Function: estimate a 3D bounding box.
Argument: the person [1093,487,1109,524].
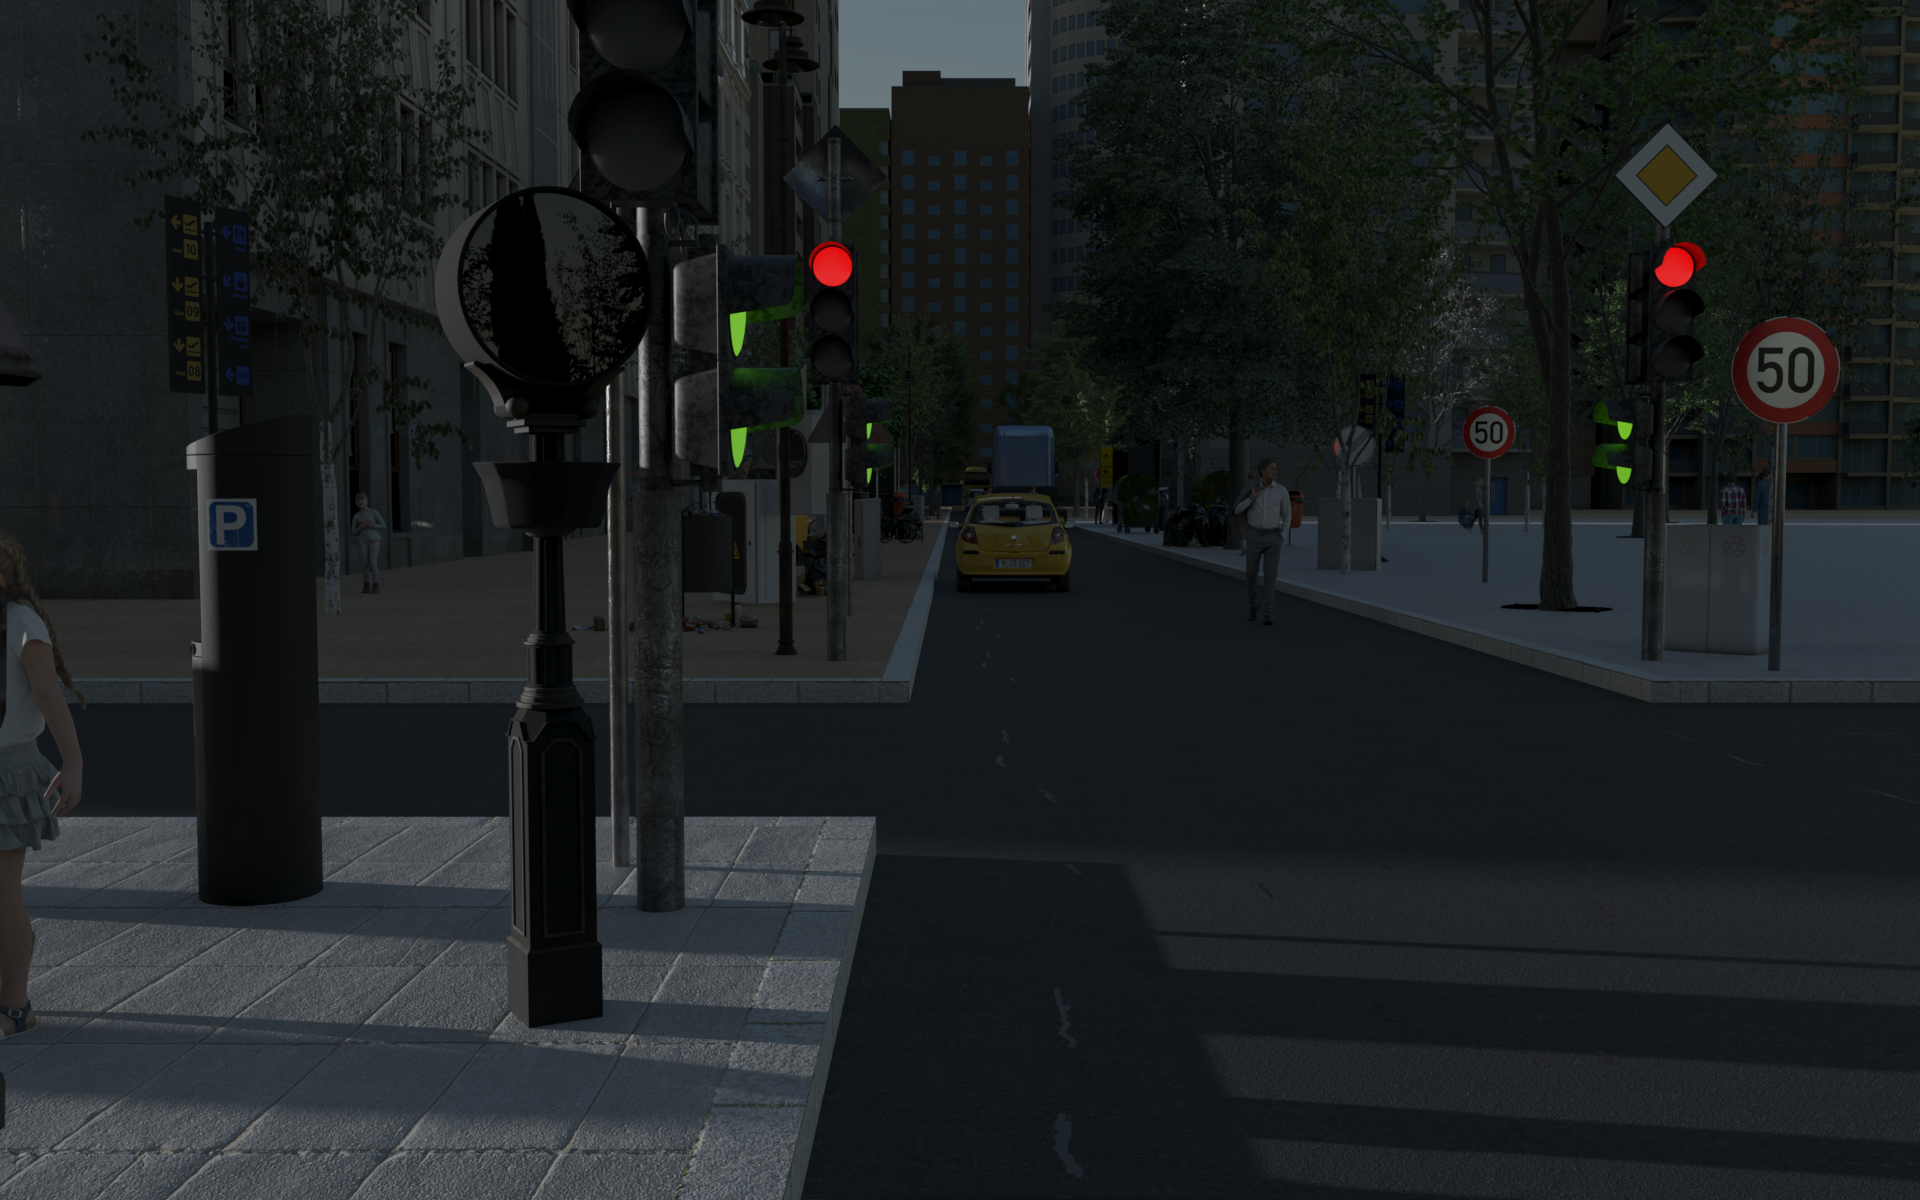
[{"bbox_3d":[6.006,-4.175,73.662,0.648,1.900,0.474,-1,4,-19],"label":"person"}]

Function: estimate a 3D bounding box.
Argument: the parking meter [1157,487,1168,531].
[{"bbox_3d":[7.049,-3.167,60.197,0.372,1.533,0.369,0,3,0],"label":"parking meter"}]

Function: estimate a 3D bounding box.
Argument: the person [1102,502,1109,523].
[{"bbox_3d":[6.526,-4.132,77.886,0.394,1.301,0.425,2,4,34],"label":"person"}]

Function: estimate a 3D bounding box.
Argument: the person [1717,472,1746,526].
[{"bbox_3d":[15.245,-1.668,34.152,0.563,1.720,0.643,-1,4,-8],"label":"person"}]

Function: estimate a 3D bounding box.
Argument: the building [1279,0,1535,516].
[{"bbox_3d":[25.041,-34.938,113.230,21.231,58.520,28.212,0,4,0],"label":"building"}]

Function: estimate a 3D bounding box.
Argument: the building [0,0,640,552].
[{"bbox_3d":[-16.665,-14.194,50.096,12.078,24.808,19.932,0,4,0],"label":"building"}]

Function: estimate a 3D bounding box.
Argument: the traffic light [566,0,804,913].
[{"bbox_3d":[-0.910,-0.999,5.256,0.839,4.253,0.868,0,4,0],"label":"traffic light"}]

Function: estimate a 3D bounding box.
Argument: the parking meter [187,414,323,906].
[{"bbox_3d":[-2.247,0.177,5.525,0.372,1.533,0.369,0,3,0],"label":"parking meter"}]

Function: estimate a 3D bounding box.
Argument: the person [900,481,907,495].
[{"bbox_3d":[-2.301,-4.059,72.265,0.638,1.841,0.748,0,4,7],"label":"person"}]

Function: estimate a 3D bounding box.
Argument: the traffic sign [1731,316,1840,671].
[{"bbox_3d":[5.920,-0.759,12.517,0.768,2.556,0.104,0,4,2],"label":"traffic sign"}]

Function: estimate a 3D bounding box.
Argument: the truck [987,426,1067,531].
[{"bbox_3d":[2.348,-4.457,62.623,2.967,4.110,18.799,0,4,2],"label":"truck"}]

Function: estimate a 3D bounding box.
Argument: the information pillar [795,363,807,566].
[{"bbox_3d":[-2.912,-2.418,30.881,0.183,3.616,0.504,3,5,39],"label":"information pillar"}]

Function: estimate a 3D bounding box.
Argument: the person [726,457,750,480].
[{"bbox_3d":[-3.342,-1.240,26.233,0.656,1.842,0.836,1,4,14],"label":"person"}]

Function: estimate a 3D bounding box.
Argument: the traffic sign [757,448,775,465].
[{"bbox_3d":[-3.163,-1.838,30.152,0.768,2.556,0.104,0,4,3],"label":"traffic sign"}]

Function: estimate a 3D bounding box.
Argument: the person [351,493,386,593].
[{"bbox_3d":[-7.657,-0.740,22.428,0.425,1.301,0.394,-1,4,-20],"label":"person"}]

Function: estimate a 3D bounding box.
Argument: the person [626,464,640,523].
[{"bbox_3d":[-5.253,-1.376,28.745,0.606,1.804,0.583,0,4,-3],"label":"person"}]

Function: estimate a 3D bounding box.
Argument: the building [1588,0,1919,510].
[{"bbox_3d":[67.379,-30.069,146.253,28.867,44.769,22.147,0,4,0],"label":"building"}]

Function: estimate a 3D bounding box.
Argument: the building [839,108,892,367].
[{"bbox_3d":[-14.180,-30.782,186.882,14.086,41.232,14.154,0,4,0],"label":"building"}]

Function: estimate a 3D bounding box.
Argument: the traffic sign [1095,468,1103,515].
[{"bbox_3d":[6.631,-4.889,80.047,0.768,2.556,0.104,0,4,5],"label":"traffic sign"}]

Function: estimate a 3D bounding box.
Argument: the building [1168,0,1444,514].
[{"bbox_3d":[24.668,-36.673,141.608,21.231,58.520,28.212,0,4,0],"label":"building"}]

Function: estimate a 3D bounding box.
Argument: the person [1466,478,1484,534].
[{"bbox_3d":[16.672,-3.026,55.706,0.728,1.800,0.709,2,4,27],"label":"person"}]

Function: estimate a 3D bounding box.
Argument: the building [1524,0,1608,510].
[{"bbox_3d":[45.276,-30.485,148.536,14.200,45.320,14.600,0,4,0],"label":"building"}]

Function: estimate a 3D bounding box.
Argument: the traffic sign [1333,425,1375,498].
[{"bbox_3d":[7.294,-1.960,32.147,0.768,2.556,0.104,0,4,8],"label":"traffic sign"}]

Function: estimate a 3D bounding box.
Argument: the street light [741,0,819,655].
[{"bbox_3d":[-1.391,-2.501,13.683,0.468,5.910,1.993,0,4,0],"label":"street light"}]

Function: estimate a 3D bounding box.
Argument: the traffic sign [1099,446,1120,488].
[{"bbox_3d":[7.003,-4.834,72.903,2.265,3.308,0.079,1,4,9],"label":"traffic sign"}]

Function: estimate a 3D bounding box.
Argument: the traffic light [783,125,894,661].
[{"bbox_3d":[-0.933,-1.487,13.241,0.839,4.253,0.868,0,4,0],"label":"traffic light"}]

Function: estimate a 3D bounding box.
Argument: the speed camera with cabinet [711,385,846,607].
[{"bbox_3d":[-2.071,-1.551,19.695,0.660,3.252,2.038,-3,5,-40],"label":"speed camera with cabinet"}]

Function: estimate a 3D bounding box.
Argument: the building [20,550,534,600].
[{"bbox_3d":[-15.349,-12.977,30.204,12.078,24.808,19.932,0,4,0],"label":"building"}]

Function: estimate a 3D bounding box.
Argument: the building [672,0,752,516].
[{"bbox_3d":[-16.006,-17.374,69.965,13.634,28.700,20.117,0,4,0],"label":"building"}]

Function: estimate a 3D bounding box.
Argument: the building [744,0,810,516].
[{"bbox_3d":[-25.085,-24.956,99.905,32.217,40.220,23.993,0,4,0],"label":"building"}]

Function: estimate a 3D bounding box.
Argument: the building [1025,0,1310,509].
[{"bbox_3d":[21.553,-39.619,189.770,28.212,58.520,21.231,0,4,0],"label":"building"}]

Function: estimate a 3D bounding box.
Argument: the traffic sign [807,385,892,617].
[{"bbox_3d":[-1.156,-1.106,18.081,0.884,2.594,0.081,0,4,3],"label":"traffic sign"}]

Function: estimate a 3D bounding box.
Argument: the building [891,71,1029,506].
[{"bbox_3d":[-0.017,-32.828,186.853,14.200,45.320,14.600,0,4,0],"label":"building"}]

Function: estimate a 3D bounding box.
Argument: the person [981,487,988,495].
[{"bbox_3d":[1.593,-5.996,106.169,1.348,1.869,0.705,3,4,38],"label":"person"}]

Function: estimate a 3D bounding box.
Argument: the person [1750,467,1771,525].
[{"bbox_3d":[16.009,-1.731,34.371,0.581,1.822,0.654,1,4,9],"label":"person"}]

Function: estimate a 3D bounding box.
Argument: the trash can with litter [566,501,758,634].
[{"bbox_3d":[-2.821,-0.336,16.548,2.233,1.210,1.678,-2,4,-25],"label":"trash can with litter"}]

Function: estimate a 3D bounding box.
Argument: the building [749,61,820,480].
[{"bbox_3d":[-17.196,-21.256,119.240,14.160,30.474,14.107,0,4,0],"label":"building"}]

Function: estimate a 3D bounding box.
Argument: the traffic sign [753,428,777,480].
[{"bbox_3d":[-2.638,-1.529,25.107,0.768,2.556,0.104,0,4,8],"label":"traffic sign"}]

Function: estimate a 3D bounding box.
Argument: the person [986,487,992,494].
[{"bbox_3d":[1.633,-5.167,92.959,0.705,1.826,1.348,3,4,39],"label":"person"}]

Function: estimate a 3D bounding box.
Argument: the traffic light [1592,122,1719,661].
[{"bbox_3d":[5.328,-1.490,13.275,0.839,4.253,0.868,0,4,0],"label":"traffic light"}]

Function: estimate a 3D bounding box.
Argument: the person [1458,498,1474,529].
[{"bbox_3d":[18.840,-3.224,64.249,0.738,1.151,1.012,1,4,14],"label":"person"}]

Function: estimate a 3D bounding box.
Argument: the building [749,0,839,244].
[{"bbox_3d":[-23.672,-33.766,141.307,27.495,52.752,28.713,0,4,0],"label":"building"}]

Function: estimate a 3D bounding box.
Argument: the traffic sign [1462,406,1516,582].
[{"bbox_3d":[7.630,-1.528,25.089,0.768,2.556,0.104,0,4,1],"label":"traffic sign"}]

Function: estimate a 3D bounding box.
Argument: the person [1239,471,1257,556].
[{"bbox_3d":[6.078,-1.809,36.169,0.519,1.759,0.362,-1,4,-17],"label":"person"}]

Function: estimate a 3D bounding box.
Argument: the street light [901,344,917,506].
[{"bbox_3d":[-1.553,-4.935,53.467,0.468,5.910,1.993,0,4,0],"label":"street light"}]

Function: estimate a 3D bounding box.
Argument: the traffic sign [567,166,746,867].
[{"bbox_3d":[-1.171,-0.361,5.907,0.884,2.594,0.081,0,4,4],"label":"traffic sign"}]
